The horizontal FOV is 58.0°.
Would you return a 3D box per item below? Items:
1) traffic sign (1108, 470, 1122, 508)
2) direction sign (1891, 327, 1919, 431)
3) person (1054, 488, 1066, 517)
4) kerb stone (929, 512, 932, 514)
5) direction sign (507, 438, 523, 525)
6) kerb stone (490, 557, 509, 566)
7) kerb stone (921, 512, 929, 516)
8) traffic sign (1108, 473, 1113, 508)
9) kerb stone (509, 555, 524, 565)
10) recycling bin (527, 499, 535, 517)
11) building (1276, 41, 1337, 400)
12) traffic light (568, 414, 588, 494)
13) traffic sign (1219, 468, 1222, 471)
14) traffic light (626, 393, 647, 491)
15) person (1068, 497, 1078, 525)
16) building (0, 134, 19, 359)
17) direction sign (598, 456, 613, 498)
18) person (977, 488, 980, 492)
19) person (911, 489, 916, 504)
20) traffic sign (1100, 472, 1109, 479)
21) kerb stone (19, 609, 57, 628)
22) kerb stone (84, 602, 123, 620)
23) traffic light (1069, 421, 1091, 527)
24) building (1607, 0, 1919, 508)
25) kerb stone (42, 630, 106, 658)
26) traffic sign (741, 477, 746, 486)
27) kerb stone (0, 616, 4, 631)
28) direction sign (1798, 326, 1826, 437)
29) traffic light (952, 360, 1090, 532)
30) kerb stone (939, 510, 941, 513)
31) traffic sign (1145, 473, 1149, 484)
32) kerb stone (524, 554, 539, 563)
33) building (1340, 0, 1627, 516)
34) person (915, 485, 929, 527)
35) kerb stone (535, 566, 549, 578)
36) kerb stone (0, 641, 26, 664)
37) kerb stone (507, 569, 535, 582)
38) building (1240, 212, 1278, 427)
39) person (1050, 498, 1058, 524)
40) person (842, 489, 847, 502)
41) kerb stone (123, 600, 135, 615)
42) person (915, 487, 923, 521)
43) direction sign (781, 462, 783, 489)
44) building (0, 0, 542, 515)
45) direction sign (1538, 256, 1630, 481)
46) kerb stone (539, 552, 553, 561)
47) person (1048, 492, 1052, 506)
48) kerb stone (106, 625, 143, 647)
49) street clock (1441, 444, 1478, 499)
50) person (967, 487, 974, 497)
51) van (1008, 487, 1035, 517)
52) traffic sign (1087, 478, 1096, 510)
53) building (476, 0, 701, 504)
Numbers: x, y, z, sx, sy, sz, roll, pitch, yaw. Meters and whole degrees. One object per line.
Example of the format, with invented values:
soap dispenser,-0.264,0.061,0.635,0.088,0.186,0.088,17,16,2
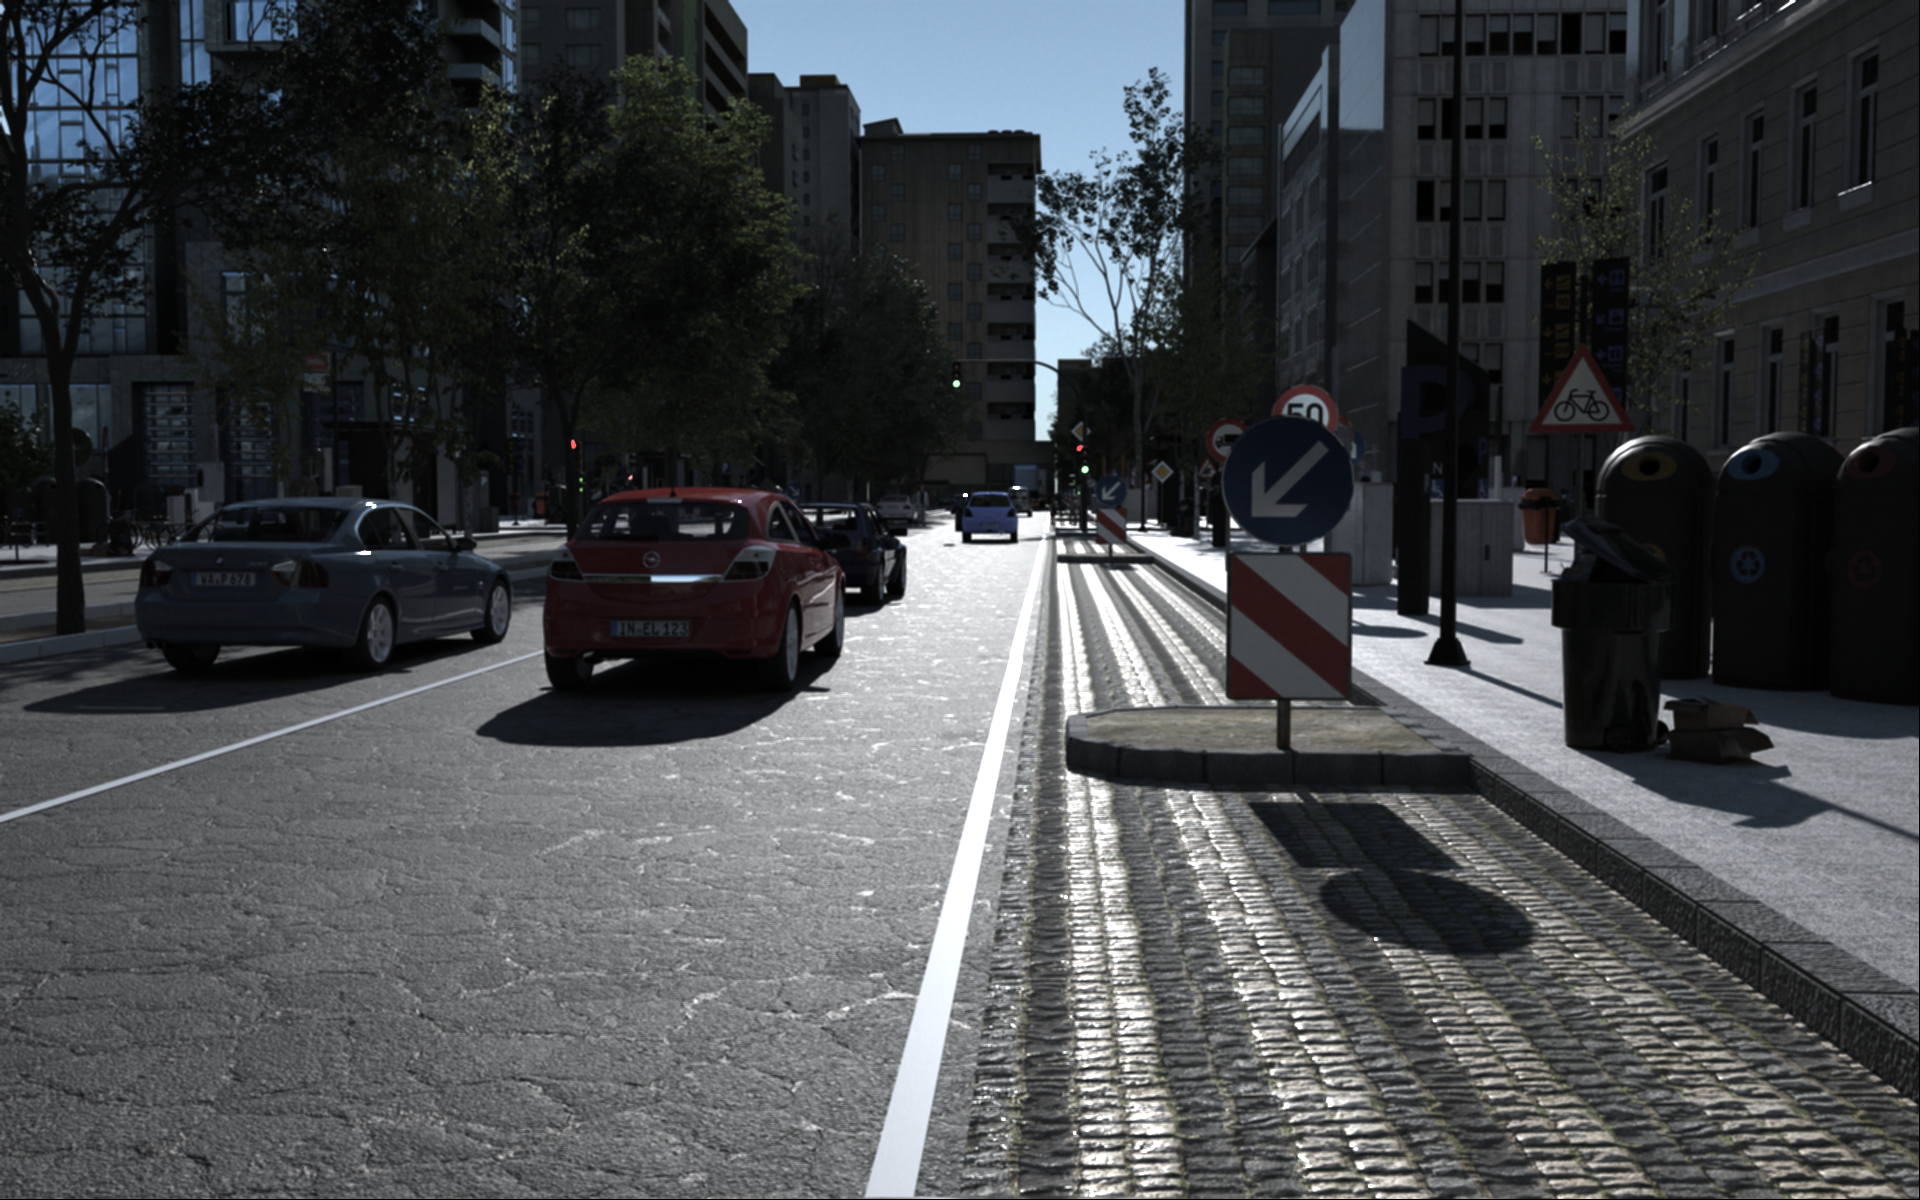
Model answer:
traffic sign,8.039,-5.487,89.821,0.768,2.556,0.104,1,4,11
direction sign,13.003,-1.948,23.843,0.876,3.537,0.379,-3,5,-41
person,6.273,-6.193,109.718,0.822,1.834,0.622,0,4,7
kerb stone,-2.238,-6.143,122.673,0.120,0.150,1.000,0,4,3
direction sign,-18.180,-4.822,70.829,0.379,3.537,0.876,2,4,30
kerb stone,-9.160,-0.728,34.143,0.120,0.150,1.000,0,4,3
kerb stone,-2.411,-5.952,119.607,0.120,0.150,1.000,0,4,3
traffic sign,8.498,-5.894,96.480,0.768,2.556,0.104,0,4,7
kerb stone,-9.116,-0.789,35.164,0.120,0.150,1.000,0,4,3
recycling bin,-23.426,-5.066,95.388,0.722,1.027,0.722,0,4,-6
building,25.726,-17.277,100.497,12.078,24.808,19.932,0,4,3
traffic light,-13.283,-4.326,59.650,0.839,4.253,0.868,0,4,3
traffic sign,10.325,-3.976,67.134,0.606,2.300,0.079,0,4,4
traffic light,-10.755,-5.681,67.545,4.771,5.953,1.251,0,4,3
person,5.262,-4.140,80.460,0.475,1.303,0.640,2,4,32
building,-65.424,-15.192,93.421,28.899,21.520,27.650,0,4,3
direction sign,-20.864,-6.731,102.041,0.876,3.537,0.379,-2,4,-30
person,1.120,-6.031,107.063,0.822,1.834,0.622,-3,5,-41
person,-2.530,-5.383,97.183,0.598,1.740,0.731,-3,5,-41
traffic sign,8.381,-6.047,98.970,0.768,2.556,0.104,1,4,12
kerb stone,-10.003,0.207,18.819,0.120,0.150,1.000,0,4,3
kerb stone,-9.946,0.144,19.846,0.120,0.150,1.000,0,4,3
traffic light,4.637,-4.757,66.691,0.839,4.253,0.868,0,4,3
building,22.899,-15.232,34.949,13.634,28.700,20.117,0,4,3
kerb stone,-8.067,0.401,15.641,0.120,0.150,1.000,0,4,3
traffic sign,-15.357,-7.619,124.684,0.768,2.556,0.104,0,4,4
kerb stone,-10.051,0.269,17.798,0.120,0.150,1.000,0,4,3
direction sign,11.714,-1.950,23.881,0.379,3.537,0.876,0,4,7
traffic light,2.110,-5.139,58.689,4.771,5.953,1.251,0,4,3
kerb stone,-1.740,-6.707,131.891,0.120,0.150,1.000,0,4,3
traffic sign,10.345,-6.016,98.468,0.768,2.556,0.104,1,4,9
kerb stone,-9.052,-0.856,36.186,0.120,0.150,1.000,0,4,3
building,28.678,-16.092,81.128,19.932,24.808,12.078,0,4,3
person,-1.703,-4.151,76.248,0.514,1.842,0.818,-2,4,-27
kerb stone,-7.295,-0.470,29.956,0.120,0.150,1.000,0,4,3
kerb stone,-8.125,0.463,14.621,0.120,0.150,1.000,0,4,3
kerb stone,-7.348,-0.405,28.931,0.120,0.150,1.000,0,4,3
building,28.960,-18.749,125.614,14.314,24.678,30.058,0,4,3
person,4.412,-4.175,81.430,0.362,1.253,0.373,-3,5,-44
person,-8.020,-6.814,120.459,0.362,1.759,0.519,0,4,7
kerb stone,-9.889,0.081,20.866,0.120,0.150,1.000,0,4,3
person,-2.143,-5.151,92.695,0.573,1.828,0.580,-1,4,-14
direction sign,-12.558,-7.967,122.254,0.379,3.537,0.876,0,4,-2
building,-36.797,-47.761,93.568,22.319,86.520,31.000,0,4,3
direction sign,6.058,-1.523,16.902,0.876,3.537,0.379,3,5,45
kerb stone,-8.995,-0.919,37.214,0.120,0.150,1.000,0,4,3
person,10.540,-11.801,202.907,0.415,1.643,0.593,1,4,10
kerb stone,-8.013,0.338,16.662,0.120,0.150,1.000,0,4,3
street clock,7.179,-1.245,24.931,0.471,2.002,0.358,-1,4,-9
person,0.778,-6.224,110.043,0.659,1.850,0.755,-1,4,-16
van,3.788,-6.365,111.080,2.013,2.044,4.112,0,4,4
traffic sign,10.329,-8.346,136.568,0.768,2.556,0.104,1,4,12
building,-27.731,-27.222,128.672,14.154,41.232,14.086,0,4,3
